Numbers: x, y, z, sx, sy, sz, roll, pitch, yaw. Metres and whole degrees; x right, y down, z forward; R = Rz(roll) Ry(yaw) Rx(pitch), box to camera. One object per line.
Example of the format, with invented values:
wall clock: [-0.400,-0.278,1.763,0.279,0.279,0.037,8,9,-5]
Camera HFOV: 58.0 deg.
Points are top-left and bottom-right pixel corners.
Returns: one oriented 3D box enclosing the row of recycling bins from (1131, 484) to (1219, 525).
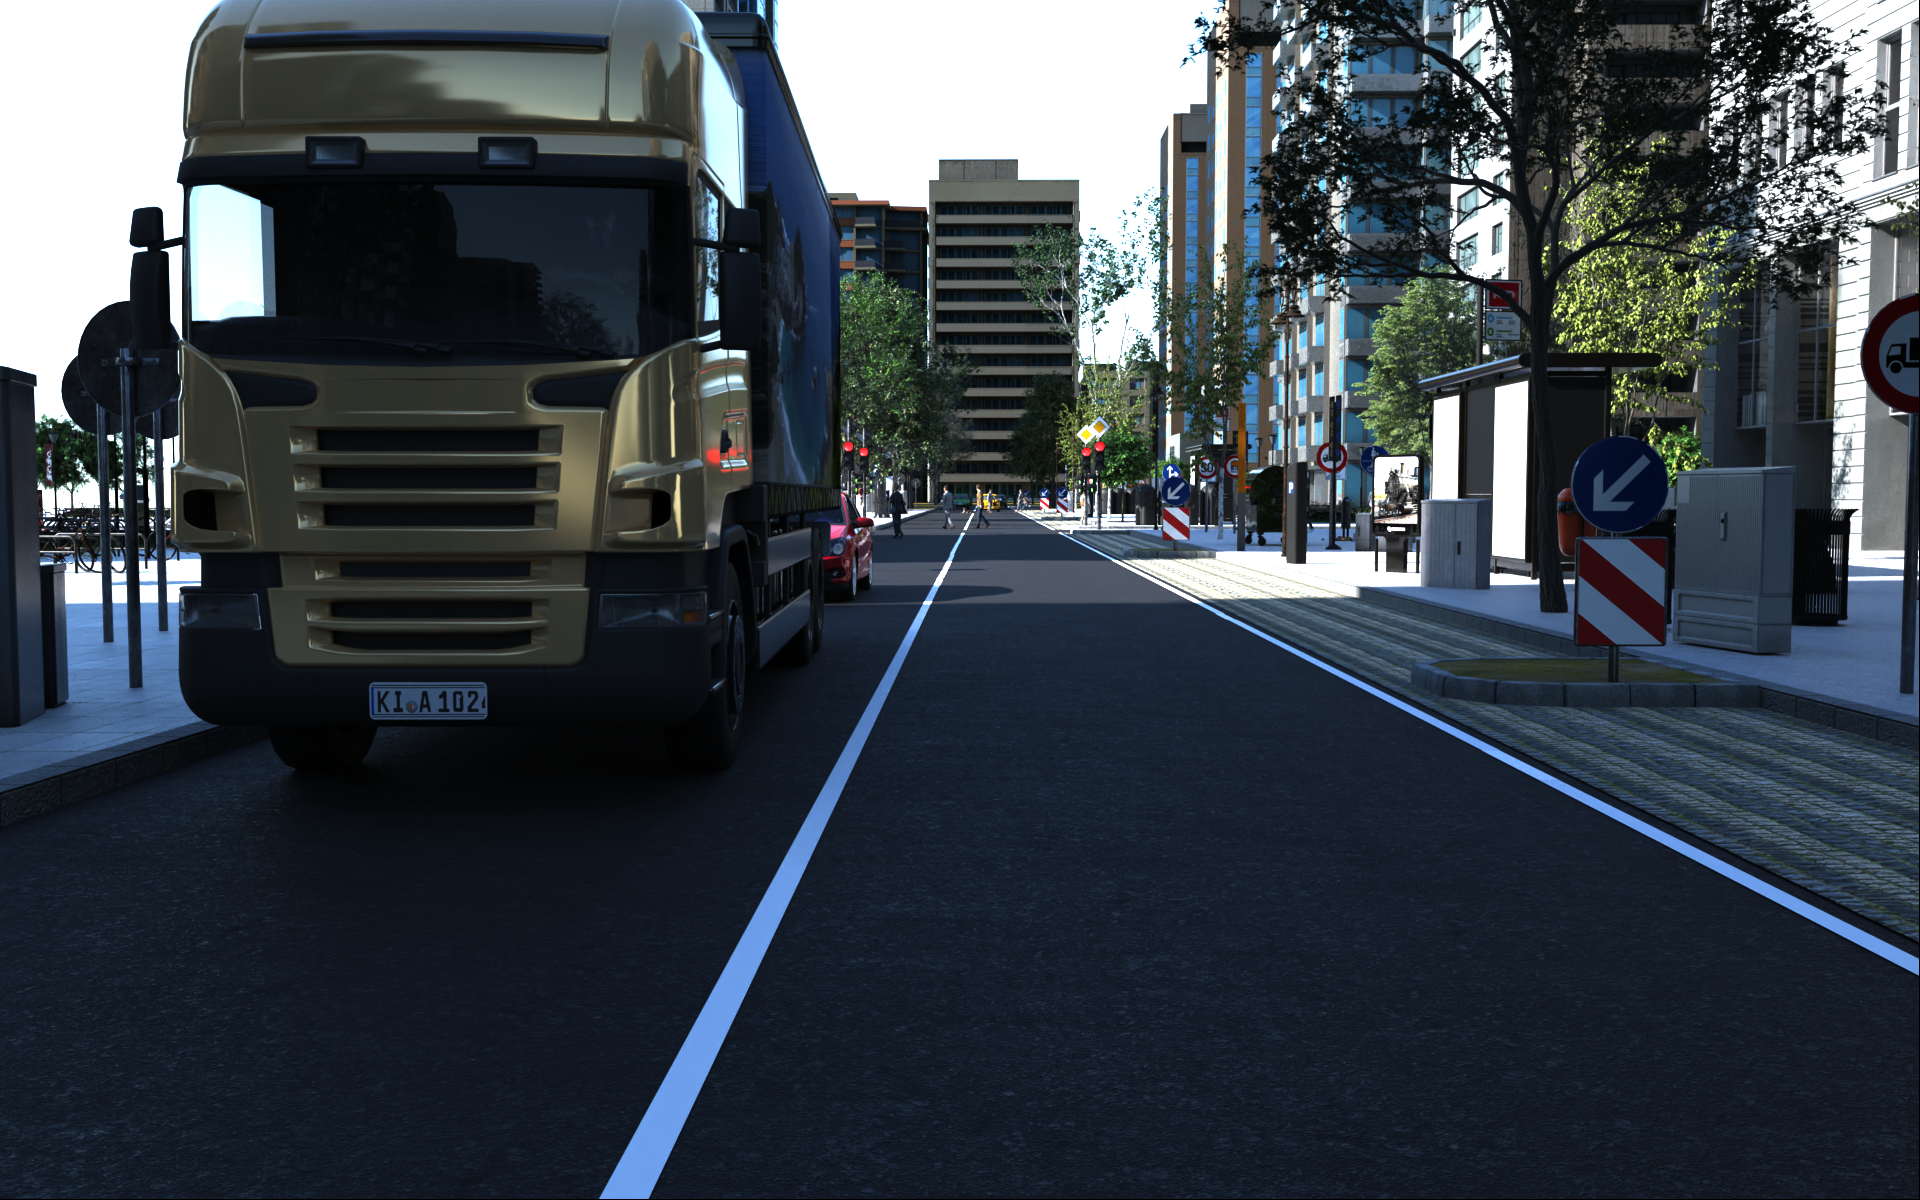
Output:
row of recycling bins: [8.983,-3.915,71.123,3.534,1.692,1.069,0,4,-4]

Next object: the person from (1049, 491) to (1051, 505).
person: [10.143,-11.762,198.359,1.348,1.823,0.705,-3,5,-43]

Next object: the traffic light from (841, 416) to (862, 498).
traffic light: [-3.972,-4.496,62.422,0.839,4.253,0.868,0,4,1]

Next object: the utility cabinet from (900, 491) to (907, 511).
utility cabinet: [-4.033,-6.531,115.458,0.318,1.500,1.173,-3,5,-41]

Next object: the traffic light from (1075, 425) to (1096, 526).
traffic light: [5.095,-4.978,70.303,0.839,4.253,0.868,0,4,1]

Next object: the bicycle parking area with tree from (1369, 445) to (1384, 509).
bicycle parking area with tree: [24.579,-7.096,103.025,9.016,4.147,8.231,1,4,15]

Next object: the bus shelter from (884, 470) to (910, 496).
bus shelter: [-4.962,-8.521,133.233,2.014,3.302,5.546,0,4,1]

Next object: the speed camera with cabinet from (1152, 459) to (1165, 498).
speed camera with cabinet: [11.594,-6.241,96.368,0.660,3.252,2.038,-3,5,-39]

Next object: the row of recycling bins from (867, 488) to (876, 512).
row of recycling bins: [-6.138,-7.181,124.518,1.069,1.692,3.534,-1,4,-12]

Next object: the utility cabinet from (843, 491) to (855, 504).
utility cabinet: [-7.662,-6.568,116.068,1.173,1.500,0.318,0,4,-1]

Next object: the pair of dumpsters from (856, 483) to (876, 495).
pair of dumpsters: [-7.375,-8.429,140.305,1.574,2.255,4.437,0,4,1]

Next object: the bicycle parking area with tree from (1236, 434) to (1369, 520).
bicycle parking area with tree: [15.349,-6.062,86.109,9.016,4.147,8.231,1,4,16]

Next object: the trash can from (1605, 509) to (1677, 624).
trash can: [6.442,-0.293,16.449,0.748,1.137,0.748,0,3,0]

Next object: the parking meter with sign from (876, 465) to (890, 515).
parking meter with sign: [-4.639,-6.489,102.349,0.543,3.016,1.738,1,4,18]

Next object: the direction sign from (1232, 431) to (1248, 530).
direction sign: [10.059,-4.295,62.215,0.876,3.537,0.379,-3,5,-44]

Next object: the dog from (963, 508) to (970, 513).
dog: [0.447,-6.739,130.371,0.550,0.427,0.748,-2,4,-26]

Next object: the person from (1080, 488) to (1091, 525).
person: [5.517,-4.096,76.470,0.512,1.701,0.522,2,4,33]

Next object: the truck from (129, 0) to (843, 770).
truck: [-2.378,-1.436,12.394,2.839,4.237,11.283,0,4,-1]

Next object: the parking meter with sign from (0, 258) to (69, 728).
parking meter with sign: [-5.448,-0.823,9.712,0.543,3.016,1.738,-1,4,-16]

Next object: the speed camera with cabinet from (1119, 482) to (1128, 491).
speed camera with cabinet: [12.048,-7.698,120.197,2.038,3.252,0.660,0,4,1]

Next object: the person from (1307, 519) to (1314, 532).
person: [11.576,-3.184,58.125,0.620,1.820,0.660,-1,4,-17]

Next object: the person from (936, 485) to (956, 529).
person: [-0.513,-3.811,71.077,0.850,1.792,0.678,3,5,40]

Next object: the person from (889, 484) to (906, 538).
person: [-2.016,-2.908,56.463,0.534,1.772,0.576,1,4,17]

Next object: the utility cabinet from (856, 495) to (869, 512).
utility cabinet: [-6.847,-6.773,121.905,1.020,1.237,0.306,3,5,40]

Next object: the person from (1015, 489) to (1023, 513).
person: [4.584,-7.684,134.403,0.573,1.790,0.520,1,4,14]

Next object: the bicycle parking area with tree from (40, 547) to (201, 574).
bicycle parking area with tree: [-16.484,-2.736,31.729,9.016,4.147,8.231,2,4,24]

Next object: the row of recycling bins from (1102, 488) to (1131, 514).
row of recycling bins: [10.476,-6.285,109.878,3.534,1.692,1.069,-2,4,-24]

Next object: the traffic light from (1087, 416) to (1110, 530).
traffic light: [4.988,-4.489,62.319,0.839,4.253,0.868,0,4,1]

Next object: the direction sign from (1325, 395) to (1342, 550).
direction sign: [8.658,-2.939,40.050,0.379,3.537,0.876,0,4,-4]

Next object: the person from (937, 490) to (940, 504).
person: [-2.486,-12.033,203.579,0.742,1.727,0.445,3,5,42]

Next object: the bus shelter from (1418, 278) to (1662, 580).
bus shelter: [9.408,-3.202,29.978,2.179,5.291,8.768,0,4,1]

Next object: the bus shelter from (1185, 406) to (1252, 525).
bus shelter: [11.234,-6.062,76.753,2.179,5.291,8.768,0,4,1]

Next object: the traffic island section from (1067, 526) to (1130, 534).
traffic island section: [5.028,-2.456,62.432,2.009,0.180,2.903,0,4,1]

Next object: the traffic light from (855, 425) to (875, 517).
traffic light: [-3.866,-4.984,70.407,0.839,4.253,0.868,0,4,1]

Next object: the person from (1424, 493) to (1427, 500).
person: [20.339,-4.309,76.844,0.721,1.781,0.623,1,4,18]

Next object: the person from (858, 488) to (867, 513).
person: [-6.692,-6.856,118.119,0.580,1.828,0.573,-3,4,-39]

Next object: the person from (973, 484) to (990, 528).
person: [0.878,-3.931,72.686,0.836,1.842,0.656,-2,4,-26]

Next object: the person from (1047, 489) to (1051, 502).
person: [8.900,-10.250,173.622,0.705,1.826,1.348,1,4,19]

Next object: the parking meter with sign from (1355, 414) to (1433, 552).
parking meter with sign: [9.647,-2.572,38.314,1.738,3.016,0.543,2,4,31]

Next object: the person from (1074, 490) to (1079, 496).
person: [13.482,-12.108,204.523,1.217,1.766,0.721,0,4,2]

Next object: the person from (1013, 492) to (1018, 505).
person: [6.637,-11.979,205.153,0.742,1.727,0.445,0,4,-4]

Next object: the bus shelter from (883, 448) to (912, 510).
bus shelter: [-5.152,-10.018,141.426,2.179,5.291,8.768,0,4,1]

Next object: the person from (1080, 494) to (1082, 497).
person: [12.702,-10.384,175.917,1.348,1.812,0.705,-2,4,-31]

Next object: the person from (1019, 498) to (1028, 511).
person: [5.344,-7.889,142.981,0.738,1.151,1.012,-2,4,-31]

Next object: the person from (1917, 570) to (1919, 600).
person: [11.872,-0.888,20.898,0.599,1.781,0.374,2,4,32]

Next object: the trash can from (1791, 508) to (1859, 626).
trash can: [8.383,-0.327,16.996,0.748,1.137,0.748,0,3,0]

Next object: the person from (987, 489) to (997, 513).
person: [2.375,-7.636,133.470,0.853,1.813,0.709,2,4,28]

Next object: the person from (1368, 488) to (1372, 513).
person: [25.698,-6.170,107.671,0.466,1.731,0.760,-3,5,-41]

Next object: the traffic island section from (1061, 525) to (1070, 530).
traffic island section: [5.135,-2.944,70.417,2.009,0.180,2.903,0,4,1]
